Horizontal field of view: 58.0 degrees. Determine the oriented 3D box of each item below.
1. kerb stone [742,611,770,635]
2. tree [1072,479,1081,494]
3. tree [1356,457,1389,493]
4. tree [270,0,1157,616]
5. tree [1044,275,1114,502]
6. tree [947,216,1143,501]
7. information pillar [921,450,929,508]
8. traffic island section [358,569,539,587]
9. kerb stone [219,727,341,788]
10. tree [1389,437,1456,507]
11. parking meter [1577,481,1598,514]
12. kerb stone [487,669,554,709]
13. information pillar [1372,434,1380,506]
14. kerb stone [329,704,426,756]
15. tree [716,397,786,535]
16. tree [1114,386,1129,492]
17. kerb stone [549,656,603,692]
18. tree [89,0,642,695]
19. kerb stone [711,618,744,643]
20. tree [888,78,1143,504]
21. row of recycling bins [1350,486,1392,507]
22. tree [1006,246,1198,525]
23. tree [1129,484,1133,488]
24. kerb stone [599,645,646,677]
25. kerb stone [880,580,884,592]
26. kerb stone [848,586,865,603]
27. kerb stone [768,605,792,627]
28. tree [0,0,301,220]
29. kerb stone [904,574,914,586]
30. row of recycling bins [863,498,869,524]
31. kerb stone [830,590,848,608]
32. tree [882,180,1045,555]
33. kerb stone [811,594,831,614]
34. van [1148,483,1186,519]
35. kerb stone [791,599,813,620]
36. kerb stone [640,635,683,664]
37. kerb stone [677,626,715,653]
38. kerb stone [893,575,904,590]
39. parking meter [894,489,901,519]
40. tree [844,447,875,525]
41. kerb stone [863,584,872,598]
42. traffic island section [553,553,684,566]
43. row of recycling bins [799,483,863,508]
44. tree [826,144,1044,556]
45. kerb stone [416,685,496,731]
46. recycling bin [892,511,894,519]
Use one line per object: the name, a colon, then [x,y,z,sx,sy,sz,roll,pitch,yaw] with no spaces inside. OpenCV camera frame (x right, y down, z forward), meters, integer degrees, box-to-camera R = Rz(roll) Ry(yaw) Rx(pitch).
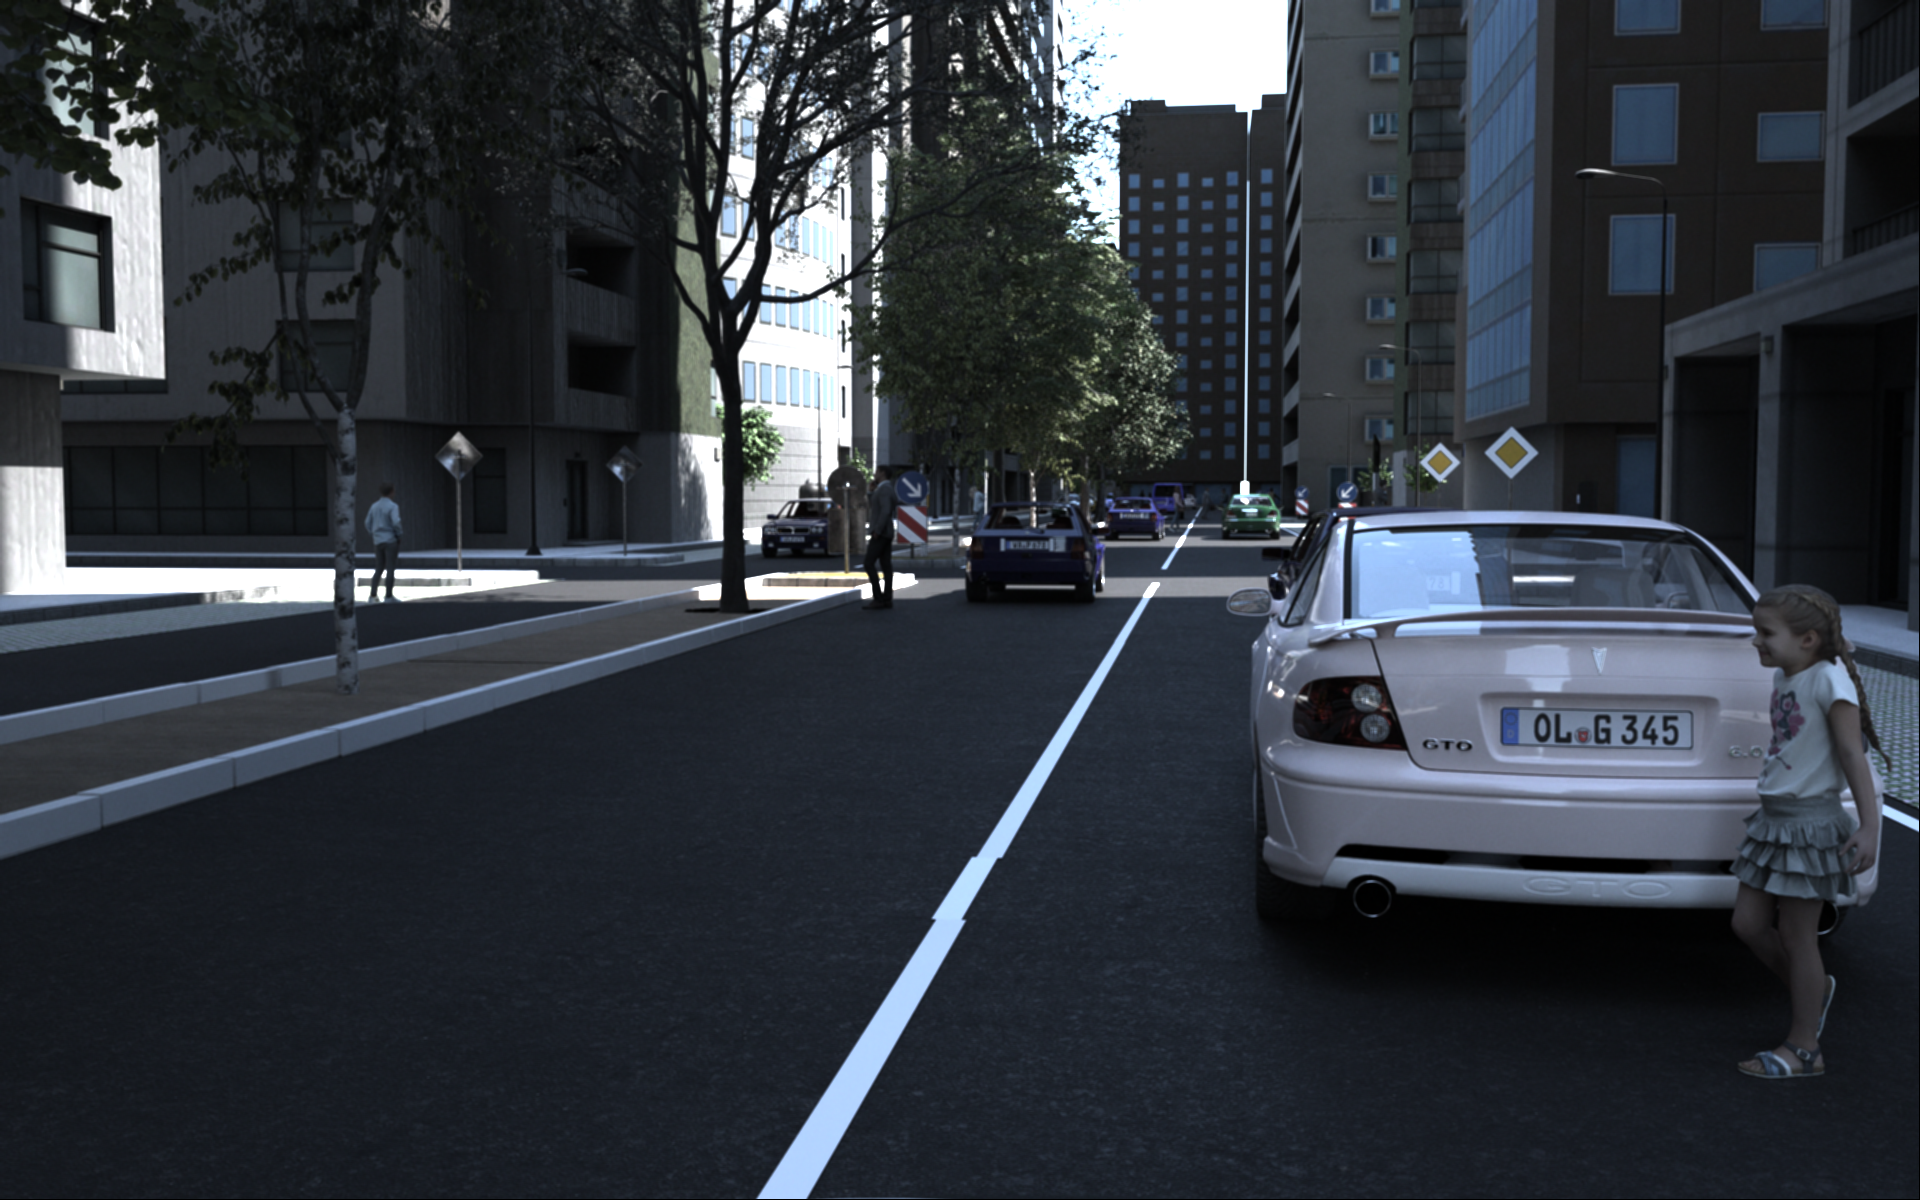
kerb stone: [-2.197,0.253,18.067,0.120,0.150,1.000,1,4,8]
tree: [12.640,-11.778,187.165,1.663,3.219,1.824,0,3,0]
tree: [18.755,-5.133,78.531,1.663,3.219,1.824,0,3,0]
tree: [-2.710,-6.573,20.302,12.009,13.543,11.850,0,3,0]
tree: [2.258,-6.121,52.897,4.737,8.622,4.395,0,3,0]
tree: [2.740,-8.177,61.910,9.928,11.665,9.643,0,3,0]
information pillar: [-1.865,-6.183,92.451,0.504,3.616,0.183,-3,5,-44]
traffic island section: [-8.090,-0.347,27.947,2.009,0.180,2.903,1,4,8]
kerb stone: [-3.515,0.812,8.944,0.120,0.150,1.000,1,4,8]
tree: [15.871,-3.953,59.231,1.663,3.219,1.824,0,3,0]
parking meter: [12.130,-1.536,33.522,0.372,1.533,0.369,0,3,0]
kerb stone: [-3.077,0.624,11.991,0.120,0.150,1.000,1,4,8]
information pillar: [16.224,-4.658,67.520,0.183,3.616,0.504,3,4,37]
kerb stone: [-3.364,0.749,9.954,0.120,0.150,1.000,1,4,8]
tree: [-7.160,-4.350,54.842,4.285,4.588,4.351,0,3,0]
tree: [4.387,-7.162,69.926,4.737,8.622,4.395,0,3,0]
kerb stone: [-2.927,0.563,13.001,0.120,0.150,1.000,1,4,8]
tree: [-4.351,-3.640,12.332,4.360,8.622,3.978,0,3,0]
kerb stone: [-2.348,0.315,17.052,0.120,0.150,1.000,1,4,8]
tree: [0.986,-7.713,46.687,7.486,12.596,7.792,0,3,0]
row of recycling bins: [20.424,-4.701,83.973,3.534,1.692,1.069,2,4,35]
tree: [5.615,-9.677,77.687,9.611,12.733,9.660,0,3,0]
tree: [7.881,-8.679,94.727,4.737,8.622,4.395,0,3,0]
kerb stone: [-2.783,0.505,14.014,0.120,0.150,1.000,1,4,8]
kerb stone: [-1.171,-0.179,25.170,0.120,0.150,1.000,1,4,8]
kerb stone: [-1.462,-0.052,23.127,0.120,0.150,1.000,1,4,8]
kerb stone: [-2.052,0.193,19.079,0.120,0.150,1.000,1,4,8]
tree: [-4.771,-5.186,5.368,7.486,12.596,7.792,0,3,0]
kerb stone: [-0.871,-0.303,27.206,0.120,0.150,1.000,1,4,8]
row of recycling bins: [-3.955,-4.260,76.769,1.069,1.692,3.534,1,4,11]
kerb stone: [-1.622,0.005,22.117,0.120,0.150,1.000,1,4,8]
tree: [-0.079,-5.355,40.367,4.360,8.622,3.978,0,3,0]
kerb stone: [-1.765,0.067,21.105,0.120,0.150,1.000,1,4,8]
van: [12.116,-5.914,101.071,2.240,2.365,5.245,0,4,6]
kerb stone: [-1.908,0.129,20.093,0.120,0.150,1.000,1,4,8]
kerb stone: [-2.633,0.439,15.025,0.120,0.150,1.000,1,4,8]
kerb stone: [-2.492,0.377,16.037,0.120,0.150,1.000,1,4,8]
kerb stone: [-1.029,-0.244,26.192,0.120,0.150,1.000,1,4,8]
parking meter: [-3.223,-4.930,89.023,0.372,1.533,0.369,0,3,0]
tree: [-4.349,-4.676,71.056,1.663,3.219,1.824,0,3,0]
kerb stone: [-1.317,-0.120,24.150,0.120,0.150,1.000,1,4,8]
traffic island section: [-6.949,-0.830,35.850,2.009,0.180,2.903,1,4,8]
row of recycling bins: [-5.106,-3.620,66.299,1.069,1.692,3.534,2,4,25]
tree: [-0.745,-5.074,35.775,4.737,8.622,4.395,0,3,0]
kerb stone: [-3.218,0.686,10.974,0.120,0.150,1.000,1,4,8]
recycling bin: [-3.665,-4.759,90.358,0.722,1.027,0.722,0,4,3]
